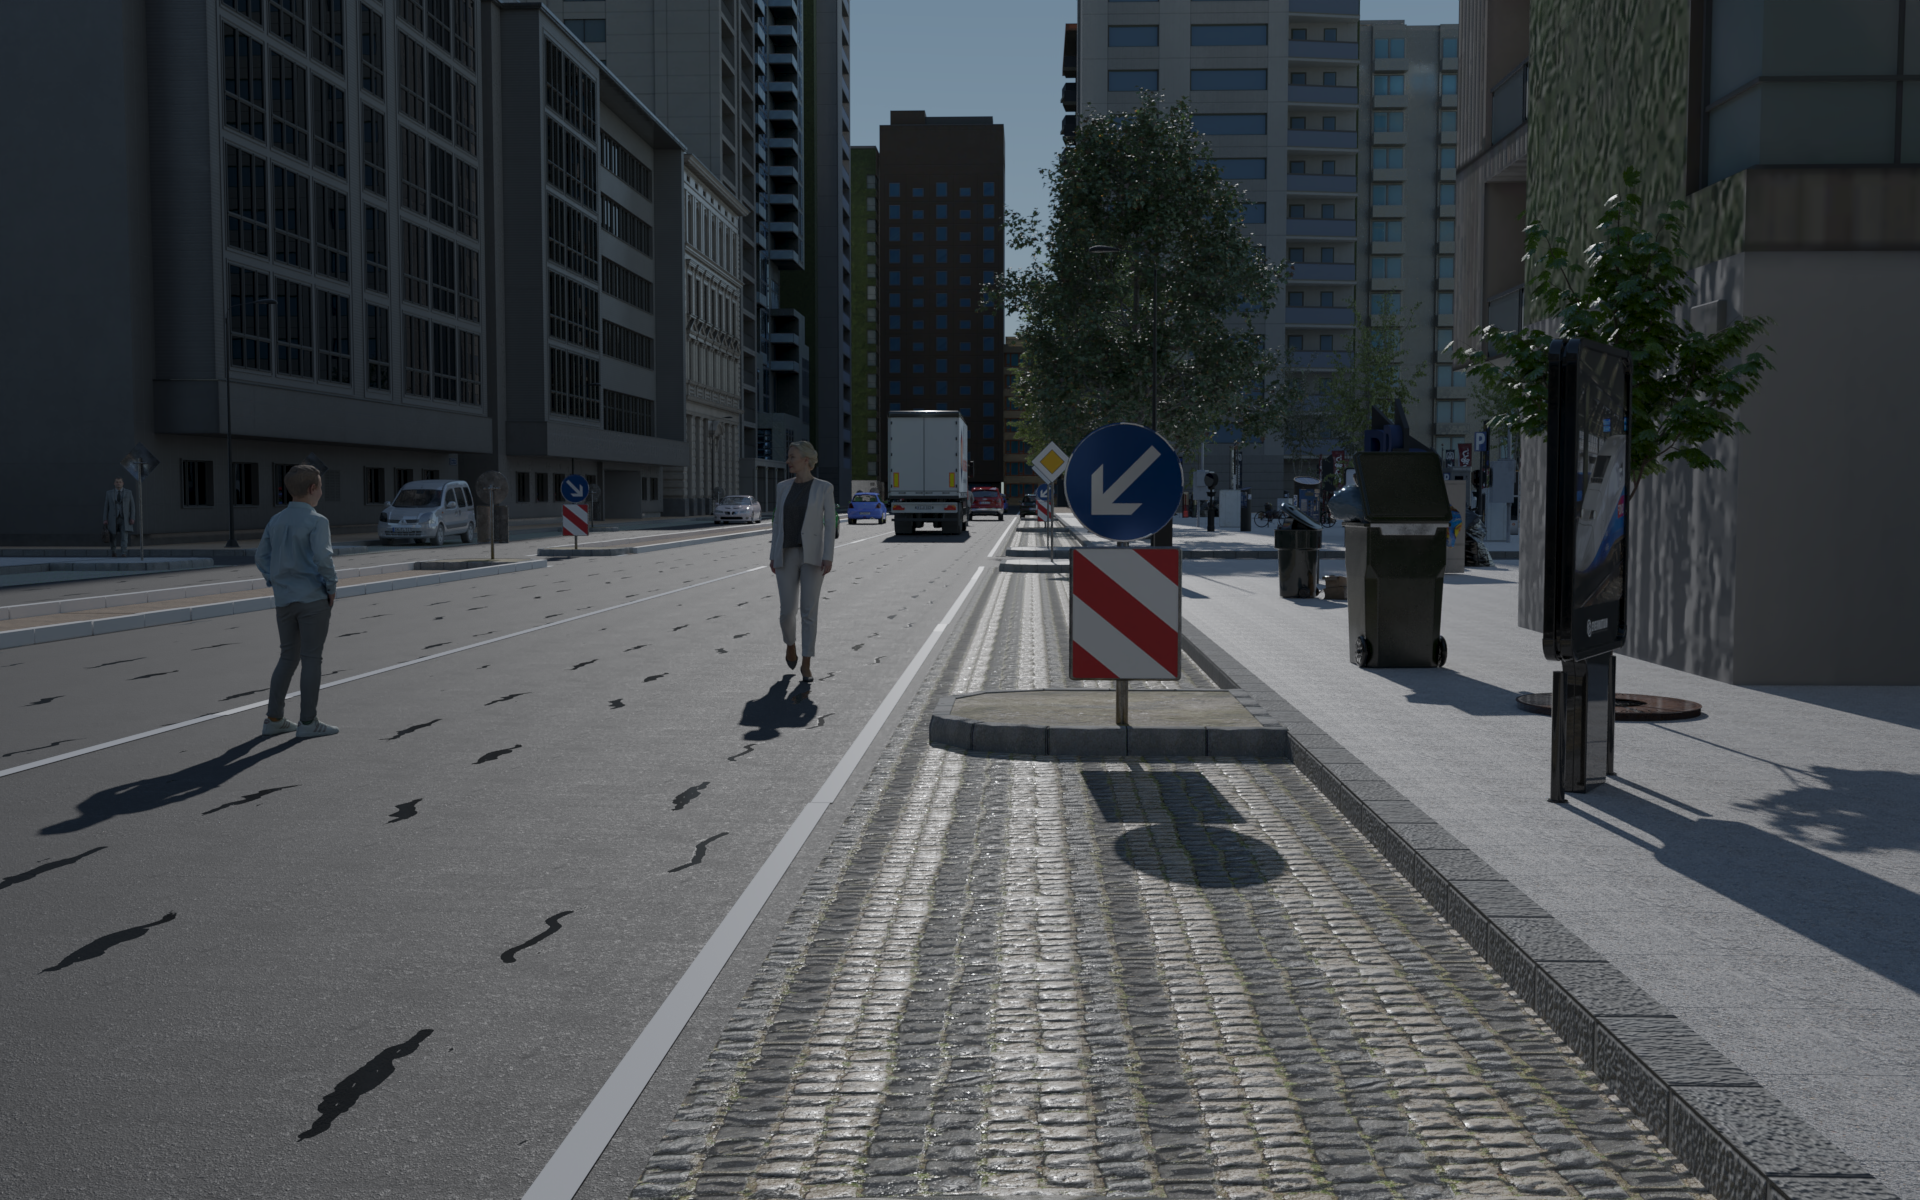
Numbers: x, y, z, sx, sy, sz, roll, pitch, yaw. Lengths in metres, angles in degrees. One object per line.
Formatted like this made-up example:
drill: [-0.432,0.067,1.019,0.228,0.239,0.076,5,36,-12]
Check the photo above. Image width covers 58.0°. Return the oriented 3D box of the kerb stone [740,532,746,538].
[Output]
kerb stone: [-7.216,-2.099,56.521,0.120,0.150,1.000,0,4,2]

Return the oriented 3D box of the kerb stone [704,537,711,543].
kerb stone: [-7.462,-1.723,50.360,0.120,0.150,1.000,0,4,2]

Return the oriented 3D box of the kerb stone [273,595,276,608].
kerb stone: [-8.642,0.008,22.130,0.120,0.150,1.000,0,4,2]

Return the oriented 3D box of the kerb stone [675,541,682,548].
kerb stone: [-7.644,-1.469,46.256,0.120,0.150,1.000,0,4,2]

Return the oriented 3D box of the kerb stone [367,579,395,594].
kerb stone: [-8.508,-0.180,25.199,0.120,0.150,1.000,0,4,2]

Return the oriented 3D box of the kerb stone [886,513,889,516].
kerb stone: [-4.791,-5.668,114.917,0.120,0.150,1.000,0,4,2]

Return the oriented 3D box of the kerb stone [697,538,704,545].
kerb stone: [-7.510,-1.657,49.339,0.120,0.150,1.000,0,4,2]

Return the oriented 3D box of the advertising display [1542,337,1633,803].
advertising display: [2.729,-0.141,7.523,0.123,1.923,0.974,2,4,34]

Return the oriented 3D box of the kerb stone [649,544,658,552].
kerb stone: [-7.764,-1.284,43.189,0.120,0.150,1.000,0,4,2]

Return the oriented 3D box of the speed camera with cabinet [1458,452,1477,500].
speed camera with cabinet: [24.196,-5.362,82.012,2.038,3.252,0.660,-1,4,-8]

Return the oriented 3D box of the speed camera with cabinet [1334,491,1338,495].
speed camera with cabinet: [21.390,-6.224,96.106,2.038,3.252,0.660,1,4,16]

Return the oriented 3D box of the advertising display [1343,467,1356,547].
advertising display: [9.797,-2.254,42.074,0.974,1.923,0.123,0,4,-2]

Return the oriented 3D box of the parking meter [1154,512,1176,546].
parking meter: [2.917,-1.171,24.853,0.255,1.863,0.399,0,4,4]

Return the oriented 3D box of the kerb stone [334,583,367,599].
kerb stone: [-8.558,-0.114,24.173,0.120,0.150,1.000,0,4,2]

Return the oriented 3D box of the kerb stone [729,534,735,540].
kerb stone: [-7.292,-1.974,54.468,0.120,0.150,1.000,0,4,2]

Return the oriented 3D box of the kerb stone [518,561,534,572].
kerb stone: [-8.214,-0.624,32.395,0.120,0.150,1.000,0,4,2]

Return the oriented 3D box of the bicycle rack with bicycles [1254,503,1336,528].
bicycle rack with bicycles: [13.138,-3.256,66.624,2.925,0.926,2.852,3,4,37]

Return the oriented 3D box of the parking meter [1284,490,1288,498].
parking meter: [20.399,-6.103,108.202,0.372,1.533,0.369,0,3,0]

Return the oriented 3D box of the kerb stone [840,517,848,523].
kerb stone: [-5.895,-4.042,88.288,0.120,0.150,1.000,0,4,2]

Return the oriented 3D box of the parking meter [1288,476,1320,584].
parking meter: [4.965,-1.003,24.814,0.372,1.533,0.369,0,3,0]

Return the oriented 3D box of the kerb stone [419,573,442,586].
kerb stone: [-8.424,-0.310,27.257,0.120,0.150,1.000,0,4,2]

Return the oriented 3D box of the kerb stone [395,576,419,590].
kerb stone: [-8.463,-0.246,26.221,0.120,0.150,1.000,0,4,2]

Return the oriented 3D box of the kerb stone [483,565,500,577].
kerb stone: [-8.304,-0.497,30.327,0.120,0.150,1.000,0,4,2]

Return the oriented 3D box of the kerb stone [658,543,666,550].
kerb stone: [-7.725,-1.347,44.213,0.120,0.150,1.000,0,4,2]

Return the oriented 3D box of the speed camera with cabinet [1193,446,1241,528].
speed camera with cabinet: [10.033,-4.423,66.644,2.038,3.252,0.660,2,4,27]

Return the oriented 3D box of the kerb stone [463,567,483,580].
kerb stone: [-8.340,-0.435,29.305,0.120,0.150,1.000,0,4,2]

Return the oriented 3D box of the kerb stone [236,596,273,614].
kerb stone: [-8.679,0.066,21.109,0.120,0.150,1.000,0,4,2]

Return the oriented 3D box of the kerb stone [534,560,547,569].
kerb stone: [-8.167,-0.685,33.428,0.120,0.150,1.000,0,4,2]

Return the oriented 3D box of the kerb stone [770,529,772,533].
kerb stone: [-6.959,-2.469,62.693,0.120,0.150,1.000,0,4,2]

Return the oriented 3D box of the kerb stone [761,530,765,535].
kerb stone: [-7.040,-2.351,60.630,0.120,0.150,1.000,0,4,2]

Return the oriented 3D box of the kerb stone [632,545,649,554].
kerb stone: [-7.803,-1.221,42.155,0.120,0.150,1.000,0,4,2]

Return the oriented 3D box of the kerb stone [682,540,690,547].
kerb stone: [-7.593,-1.534,47.277,0.120,0.150,1.000,0,4,2]

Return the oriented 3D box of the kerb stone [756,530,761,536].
kerb stone: [-7.085,-2.288,59.606,0.120,0.150,1.000,0,4,2]

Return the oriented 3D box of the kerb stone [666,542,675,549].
kerb stone: [-7.684,-1.405,45.235,0.120,0.150,1.000,0,4,2]

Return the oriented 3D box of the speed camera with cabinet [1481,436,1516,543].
speed camera with cabinet: [14.442,-3.192,46.519,0.660,3.252,2.038,1,4,9]

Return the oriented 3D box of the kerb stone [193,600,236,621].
kerb stone: [-8.719,0.131,20.080,0.120,0.150,1.000,0,4,2]

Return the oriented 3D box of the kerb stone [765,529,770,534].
kerb stone: [-6.999,-2.414,61.659,0.120,0.150,1.000,0,4,2]

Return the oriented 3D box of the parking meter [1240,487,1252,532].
parking meter: [9.810,-3.120,59.422,0.372,1.533,0.369,0,3,0]

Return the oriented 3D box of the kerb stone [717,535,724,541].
kerb stone: [-7.382,-1.849,52.419,0.120,0.150,1.000,0,4,2]

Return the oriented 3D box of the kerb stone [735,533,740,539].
kerb stone: [-7.259,-2.036,55.490,0.120,0.150,1.000,0,4,2]

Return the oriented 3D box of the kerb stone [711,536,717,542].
kerb stone: [-7.425,-1.785,51.381,0.120,0.150,1.000,0,4,2]

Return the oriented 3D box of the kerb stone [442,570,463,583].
kerb stone: [-8.380,-0.372,28.284,0.120,0.150,1.000,0,4,2]

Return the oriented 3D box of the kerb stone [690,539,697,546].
kerb stone: [-7.561,-1.597,48.309,0.120,0.150,1.000,0,4,2]

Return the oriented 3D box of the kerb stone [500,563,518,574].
kerb stone: [-8.260,-0.561,31.365,0.120,0.150,1.000,0,4,2]

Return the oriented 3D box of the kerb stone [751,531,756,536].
kerb stone: [-7.128,-2.225,58.575,0.120,0.150,1.000,0,4,2]

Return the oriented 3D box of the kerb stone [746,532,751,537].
kerb stone: [-7.171,-2.162,57.543,0.120,0.150,1.000,0,4,2]

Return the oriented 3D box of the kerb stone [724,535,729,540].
kerb stone: [-7.342,-1.910,53.447,0.120,0.150,1.000,0,4,2]
